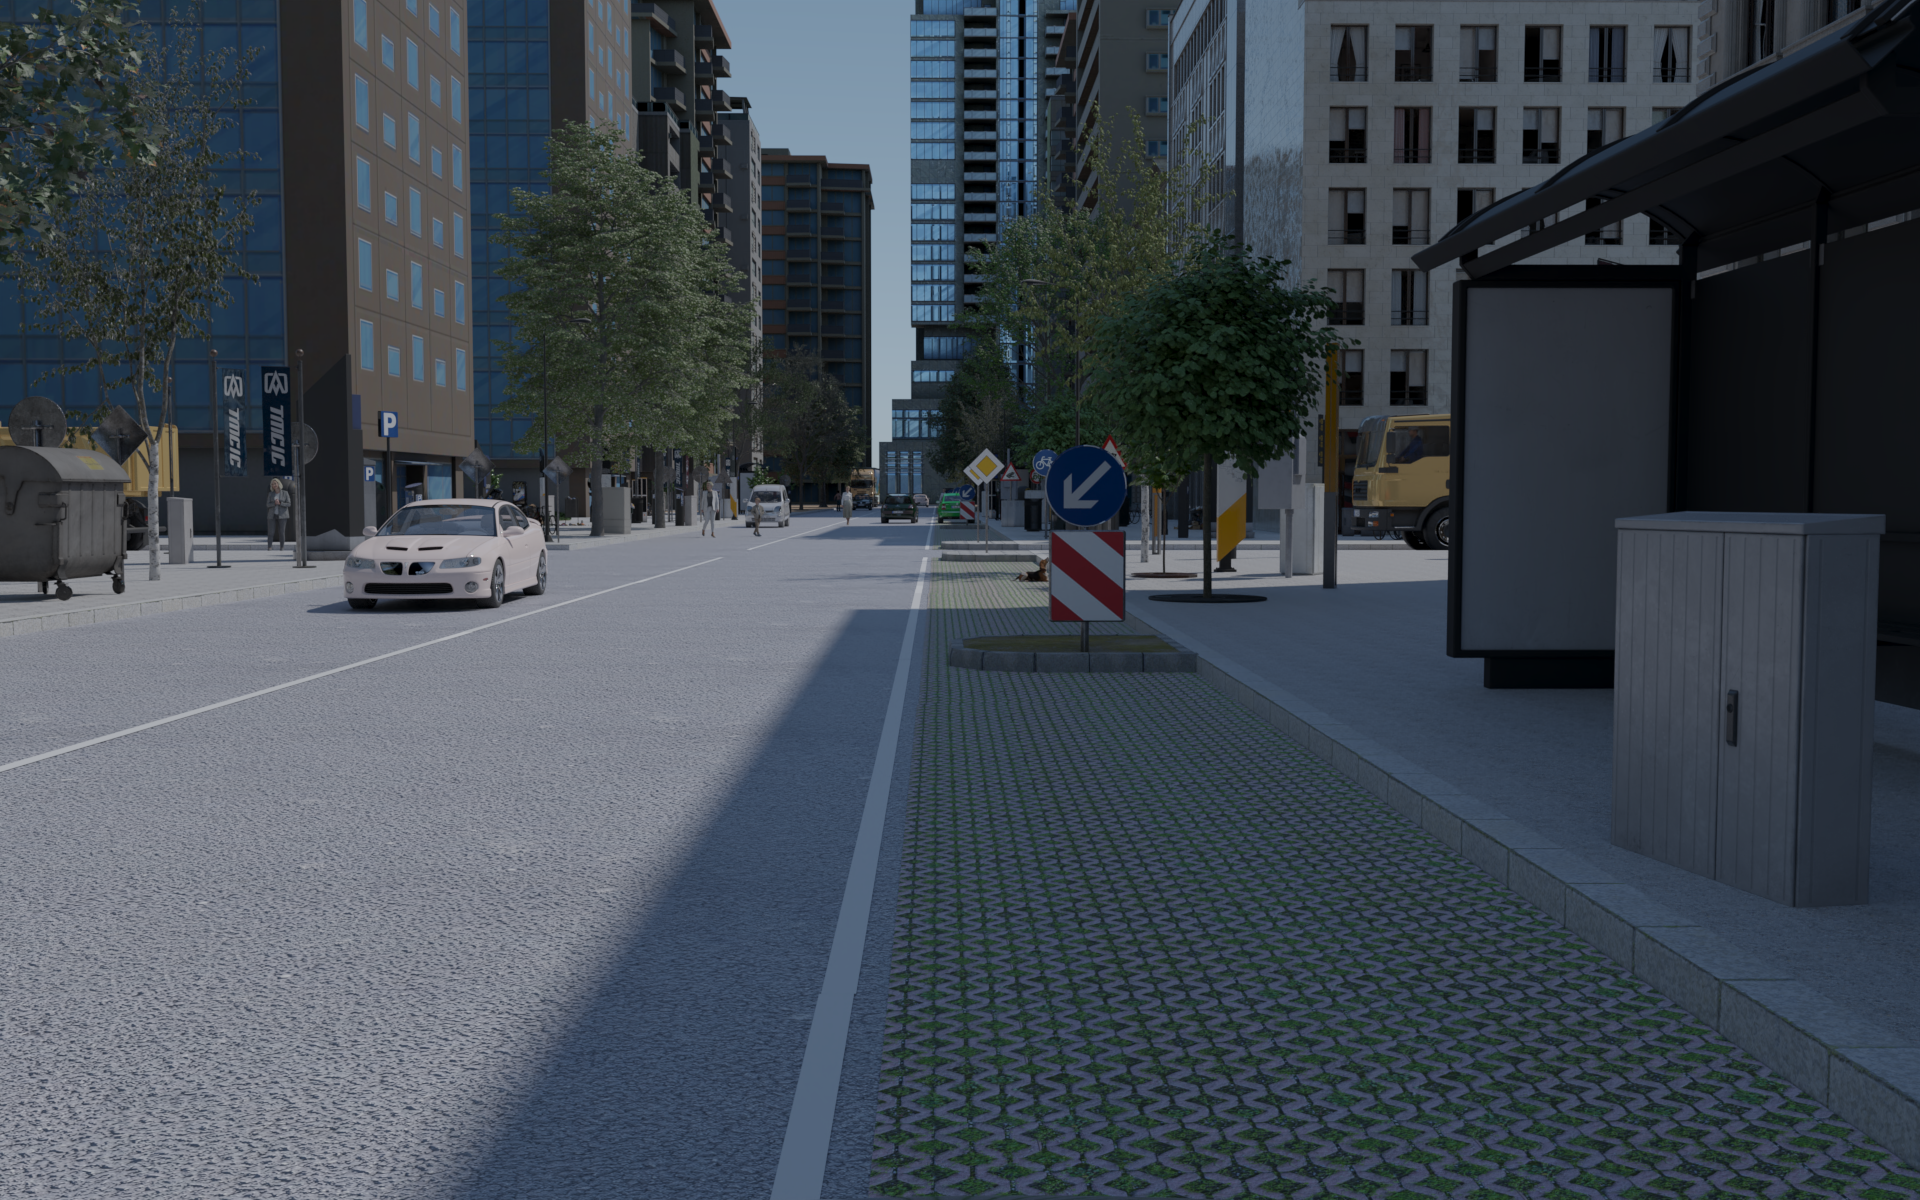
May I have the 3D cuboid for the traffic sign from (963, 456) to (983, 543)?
[{"bbox_3d":[0.476,-2.570,45.659,0.795,2.450,0.064,0,4,-1],"label":"traffic sign"}]

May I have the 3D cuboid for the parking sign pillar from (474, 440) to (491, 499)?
[{"bbox_3d":[-23.778,-5.985,86.325,1.447,3.967,1.447,0,4,2],"label":"parking sign pillar"}]

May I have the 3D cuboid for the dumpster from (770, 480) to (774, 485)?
[{"bbox_3d":[-13.465,-7.179,119.867,1.502,2.255,1.985,0,4,-1],"label":"dumpster"}]

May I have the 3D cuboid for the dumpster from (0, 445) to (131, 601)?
[{"bbox_3d":[-11.288,-0.960,21.453,1.264,1.857,1.865,0,4,-1],"label":"dumpster"}]

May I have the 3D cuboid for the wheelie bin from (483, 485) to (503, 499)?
[{"bbox_3d":[-16.428,-3.245,60.962,0.693,1.594,0.980,-1,4,-20],"label":"wheelie bin"}]

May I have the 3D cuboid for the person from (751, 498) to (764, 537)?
[{"bbox_3d":[-6.812,-2.792,58.427,0.475,1.303,0.640,-3,4,-38],"label":"person"}]

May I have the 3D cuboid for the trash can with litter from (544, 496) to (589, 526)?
[{"bbox_3d":[-16.097,-3.609,70.058,2.233,1.210,1.678,0,4,-8],"label":"trash can with litter"}]

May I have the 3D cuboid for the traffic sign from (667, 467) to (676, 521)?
[{"bbox_3d":[-13.506,-4.897,80.173,0.768,2.556,0.104,0,4,5],"label":"traffic sign"}]

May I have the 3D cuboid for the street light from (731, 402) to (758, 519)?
[{"bbox_3d":[-10.876,-7.031,87.491,1.470,5.913,1.316,0,4,-1],"label":"street light"}]

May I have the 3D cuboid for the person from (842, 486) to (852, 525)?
[{"bbox_3d":[-5.194,-4.353,79.903,0.478,1.798,0.641,1,4,9],"label":"person"}]

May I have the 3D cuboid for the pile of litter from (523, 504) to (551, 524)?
[{"bbox_3d":[-18.382,-3.692,74.321,1.719,0.858,1.176,0,4,4],"label":"pile of litter"}]

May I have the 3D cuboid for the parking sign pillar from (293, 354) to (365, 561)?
[{"bbox_3d":[-12.298,-2.774,33.819,1.447,3.967,1.447,2,4,24],"label":"parking sign pillar"}]

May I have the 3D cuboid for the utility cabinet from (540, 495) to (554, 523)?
[{"bbox_3d":[-18.213,-3.991,76.412,0.306,1.237,1.020,0,4,6],"label":"utility cabinet"}]

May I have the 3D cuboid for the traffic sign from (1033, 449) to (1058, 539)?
[{"bbox_3d":[2.460,-3.016,49.422,0.768,2.556,0.104,0,4,3],"label":"traffic sign"}]

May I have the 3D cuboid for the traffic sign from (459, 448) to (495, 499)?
[{"bbox_3d":[-10.465,-2.074,37.554,0.795,2.450,0.064,0,4,-1],"label":"traffic sign"}]

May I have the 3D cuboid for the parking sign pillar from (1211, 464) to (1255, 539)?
[{"bbox_3d":[7.869,-3.787,50.397,1.447,3.967,1.447,3,5,41],"label":"parking sign pillar"}]

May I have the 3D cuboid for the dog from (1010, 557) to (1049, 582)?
[{"bbox_3d":[1.209,-0.491,28.225,0.550,0.427,0.748,-3,5,-40],"label":"dog"}]

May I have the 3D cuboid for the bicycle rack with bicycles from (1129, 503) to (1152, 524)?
[{"bbox_3d":[6.601,-3.698,73.844,2.852,0.926,2.925,-2,4,-34],"label":"bicycle rack with bicycles"}]

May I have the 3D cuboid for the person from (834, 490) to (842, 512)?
[{"bbox_3d":[-9.872,-8.100,141.640,1.217,1.736,0.721,3,5,41],"label":"person"}]

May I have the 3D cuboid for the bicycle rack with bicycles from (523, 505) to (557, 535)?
[{"bbox_3d":[-13.568,-2.465,53.680,2.852,0.926,2.925,2,4,29],"label":"bicycle rack with bicycles"}]

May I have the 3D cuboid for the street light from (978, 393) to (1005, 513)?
[{"bbox_3d":[1.493,-6.516,79.073,1.470,5.913,1.316,0,4,-1],"label":"street light"}]

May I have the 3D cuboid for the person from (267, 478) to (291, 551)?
[{"bbox_3d":[-16.158,-1.980,41.055,0.537,1.800,0.526,0,4,-5],"label":"person"}]

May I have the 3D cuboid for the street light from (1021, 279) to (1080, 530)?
[{"bbox_3d":[2.014,-3.982,37.643,1.470,5.913,1.316,0,4,-1],"label":"street light"}]

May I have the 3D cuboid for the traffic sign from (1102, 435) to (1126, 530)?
[{"bbox_3d":[3.281,-2.324,38.003,0.884,2.594,0.081,0,4,3],"label":"traffic sign"}]

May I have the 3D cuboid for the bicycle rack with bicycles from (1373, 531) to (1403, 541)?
[{"bbox_3d":[12.707,-2.117,47.996,2.925,0.926,2.852,-1,4,-21],"label":"bicycle rack with bicycles"}]

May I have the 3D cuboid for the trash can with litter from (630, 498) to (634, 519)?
[{"bbox_3d":[-11.873,-2.981,60.122,1.055,1.170,0.624,-2,4,-26],"label":"trash can with litter"}]

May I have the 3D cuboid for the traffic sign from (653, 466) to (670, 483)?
[{"bbox_3d":[-13.265,-4.707,77.062,0.768,2.556,0.104,0,4,4],"label":"traffic sign"}]

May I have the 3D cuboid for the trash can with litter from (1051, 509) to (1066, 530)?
[{"bbox_3d":[3.523,-2.797,57.112,1.055,1.170,0.624,1,4,18],"label":"trash can with litter"}]

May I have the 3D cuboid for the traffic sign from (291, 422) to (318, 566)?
[{"bbox_3d":[-11.745,-1.871,30.699,0.768,2.556,0.104,0,4,5],"label":"traffic sign"}]

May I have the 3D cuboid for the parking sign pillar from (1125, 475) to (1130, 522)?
[{"bbox_3d":[7.454,-5.814,83.528,1.447,3.967,1.447,3,4,37],"label":"parking sign pillar"}]

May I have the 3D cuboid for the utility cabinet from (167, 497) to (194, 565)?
[{"bbox_3d":[-14.400,-1.276,32.017,0.306,1.237,1.020,-1,4,-16],"label":"utility cabinet"}]

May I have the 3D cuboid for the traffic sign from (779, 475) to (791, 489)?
[{"bbox_3d":[-11.563,-6.994,114.465,0.768,2.556,0.104,0,4,1],"label":"traffic sign"}]

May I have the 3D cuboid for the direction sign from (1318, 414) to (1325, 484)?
[{"bbox_3d":[10.390,-3.519,49.528,0.379,3.537,0.876,2,4,32],"label":"direction sign"}]

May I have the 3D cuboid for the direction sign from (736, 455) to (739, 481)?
[{"bbox_3d":[-13.171,-6.684,101.280,0.379,3.537,0.876,2,4,26],"label":"direction sign"}]

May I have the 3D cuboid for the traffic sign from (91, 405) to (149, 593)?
[{"bbox_3d":[-10.907,-1.303,22.496,0.795,2.450,0.064,0,4,7],"label":"traffic sign"}]

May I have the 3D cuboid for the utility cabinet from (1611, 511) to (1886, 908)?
[{"bbox_3d":[2.610,0.325,5.851,0.306,1.237,1.020,-1,4,-11],"label":"utility cabinet"}]

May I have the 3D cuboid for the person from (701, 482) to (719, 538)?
[{"bbox_3d":[-8.292,-2.991,57.283,0.514,1.842,0.818,-2,4,-30],"label":"person"}]

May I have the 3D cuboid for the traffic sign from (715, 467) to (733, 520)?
[{"bbox_3d":[-11.507,-5.157,84.315,0.884,2.594,0.081,0,4,2],"label":"traffic sign"}]

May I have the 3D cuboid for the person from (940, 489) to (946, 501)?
[{"bbox_3d":[-1.041,-6.436,113.949,0.478,1.798,0.641,2,4,32],"label":"person"}]

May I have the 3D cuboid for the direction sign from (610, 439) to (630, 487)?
[{"bbox_3d":[-13.959,-4.845,71.212,0.876,3.537,0.379,-3,5,-40],"label":"direction sign"}]

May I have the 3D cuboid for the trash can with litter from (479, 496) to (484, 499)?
[{"bbox_3d":[-19.255,-3.643,70.624,1.678,1.210,2.233,0,4,2],"label":"trash can with litter"}]

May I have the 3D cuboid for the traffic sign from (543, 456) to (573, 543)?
[{"bbox_3d":[-10.567,-2.562,45.538,0.795,2.450,0.064,0,4,-1],"label":"traffic sign"}]

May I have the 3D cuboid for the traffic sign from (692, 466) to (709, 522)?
[{"bbox_3d":[-11.722,-4.783,78.307,0.768,2.556,0.104,0,4,1],"label":"traffic sign"}]

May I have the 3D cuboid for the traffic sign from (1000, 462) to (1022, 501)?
[{"bbox_3d":[2.058,-4.286,70.075,0.884,2.594,0.081,0,4,1],"label":"traffic sign"}]

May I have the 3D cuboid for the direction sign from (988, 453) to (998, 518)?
[{"bbox_3d":[1.630,-6.266,94.449,0.876,3.537,0.379,0,4,4],"label":"direction sign"}]

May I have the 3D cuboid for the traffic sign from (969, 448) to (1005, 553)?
[{"bbox_3d":[0.578,-2.081,37.675,0.795,2.450,0.064,0,4,-1],"label":"traffic sign"}]

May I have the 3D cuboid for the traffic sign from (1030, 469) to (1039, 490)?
[{"bbox_3d":[3.816,-5.207,85.239,0.768,2.556,0.104,0,4,7],"label":"traffic sign"}]

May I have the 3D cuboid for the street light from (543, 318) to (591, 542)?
[{"bbox_3d":[-10.449,-4.489,45.941,1.470,5.913,1.316,0,4,-1],"label":"street light"}]

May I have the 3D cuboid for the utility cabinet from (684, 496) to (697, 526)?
[{"bbox_3d":[-10.927,-3.615,70.262,0.306,1.237,1.020,0,4,4],"label":"utility cabinet"}]

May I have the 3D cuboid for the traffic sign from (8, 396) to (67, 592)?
[{"bbox_3d":[-12.005,-1.372,22.545,0.768,2.556,0.104,0,4,2],"label":"traffic sign"}]

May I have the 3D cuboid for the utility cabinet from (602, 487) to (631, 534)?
[{"bbox_3d":[-10.971,-2.831,54.961,1.173,1.500,0.318,2,4,34],"label":"utility cabinet"}]
